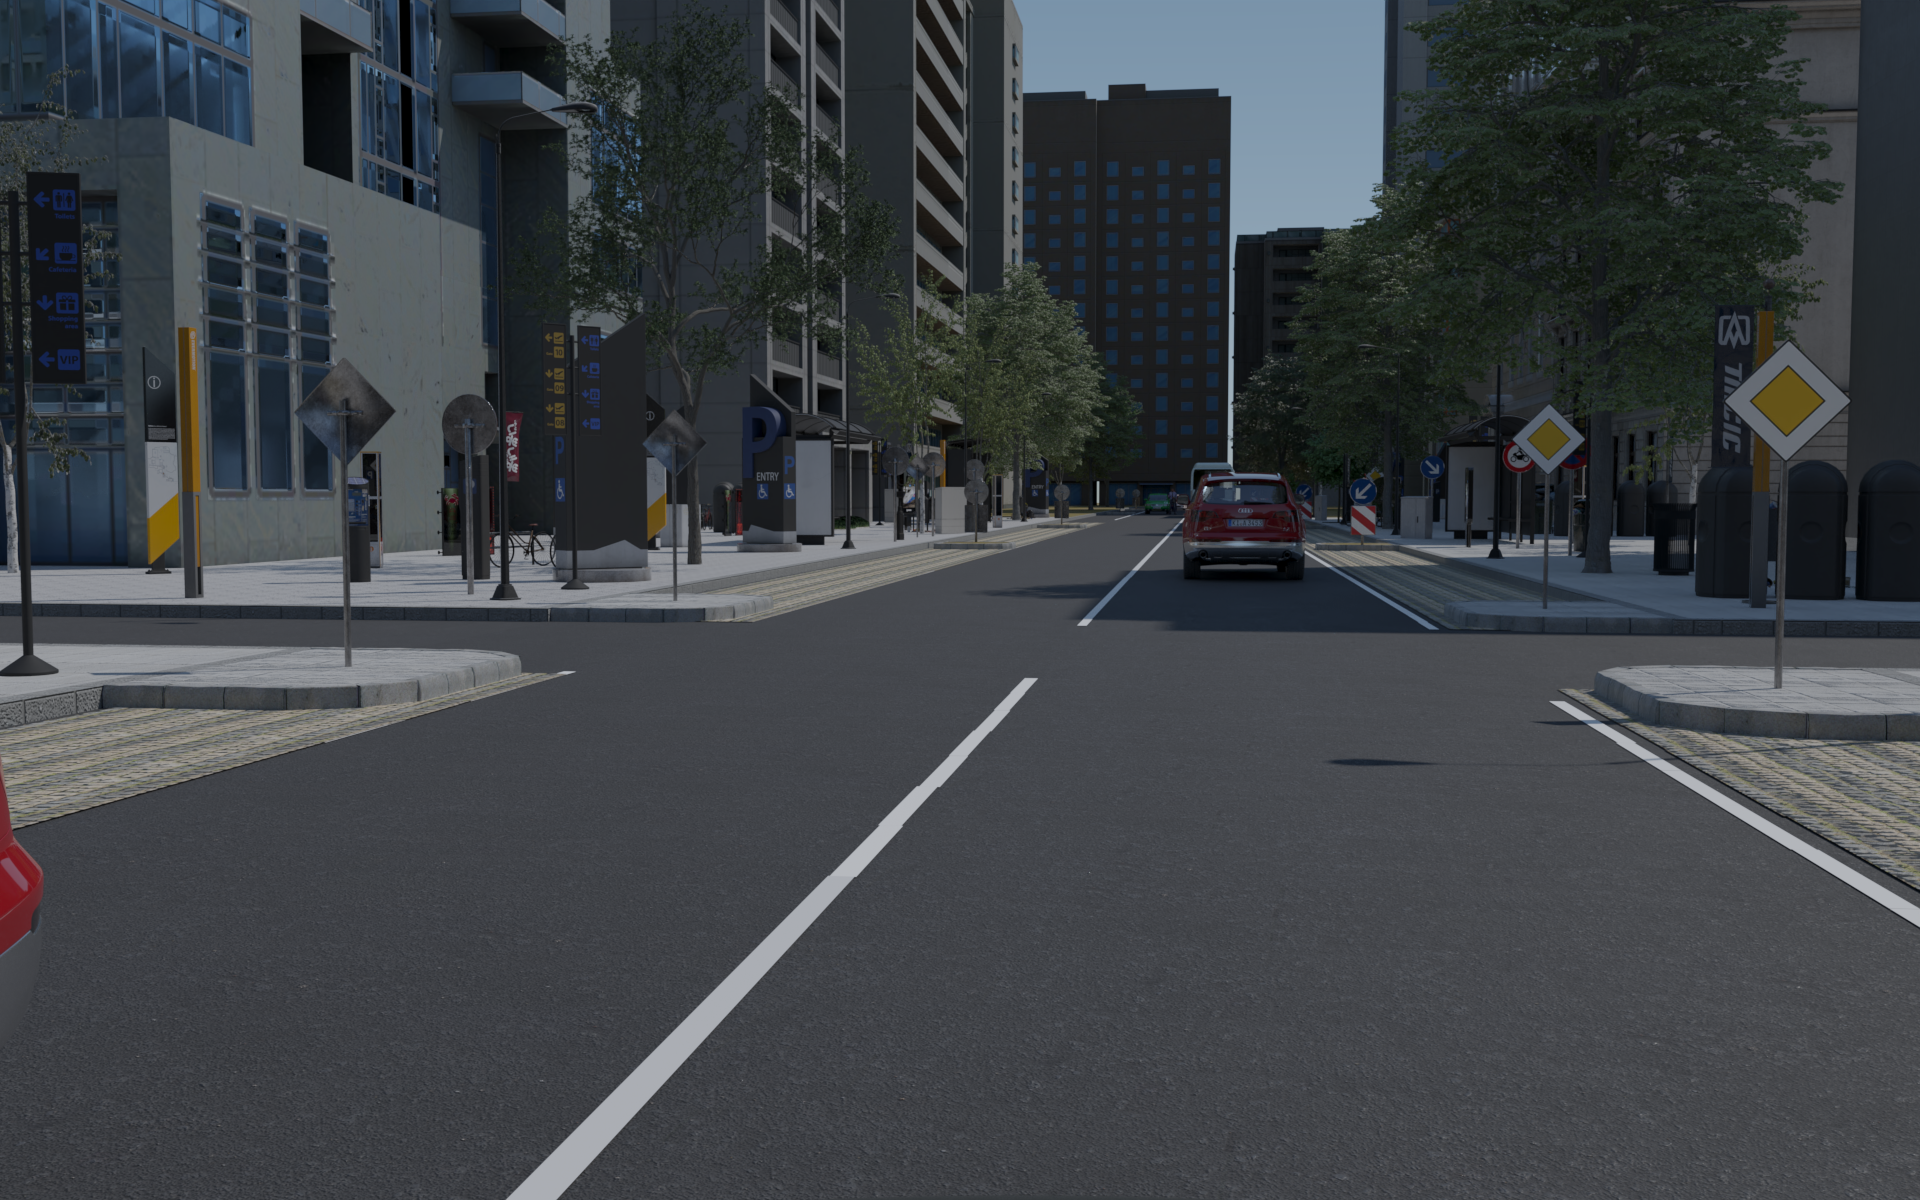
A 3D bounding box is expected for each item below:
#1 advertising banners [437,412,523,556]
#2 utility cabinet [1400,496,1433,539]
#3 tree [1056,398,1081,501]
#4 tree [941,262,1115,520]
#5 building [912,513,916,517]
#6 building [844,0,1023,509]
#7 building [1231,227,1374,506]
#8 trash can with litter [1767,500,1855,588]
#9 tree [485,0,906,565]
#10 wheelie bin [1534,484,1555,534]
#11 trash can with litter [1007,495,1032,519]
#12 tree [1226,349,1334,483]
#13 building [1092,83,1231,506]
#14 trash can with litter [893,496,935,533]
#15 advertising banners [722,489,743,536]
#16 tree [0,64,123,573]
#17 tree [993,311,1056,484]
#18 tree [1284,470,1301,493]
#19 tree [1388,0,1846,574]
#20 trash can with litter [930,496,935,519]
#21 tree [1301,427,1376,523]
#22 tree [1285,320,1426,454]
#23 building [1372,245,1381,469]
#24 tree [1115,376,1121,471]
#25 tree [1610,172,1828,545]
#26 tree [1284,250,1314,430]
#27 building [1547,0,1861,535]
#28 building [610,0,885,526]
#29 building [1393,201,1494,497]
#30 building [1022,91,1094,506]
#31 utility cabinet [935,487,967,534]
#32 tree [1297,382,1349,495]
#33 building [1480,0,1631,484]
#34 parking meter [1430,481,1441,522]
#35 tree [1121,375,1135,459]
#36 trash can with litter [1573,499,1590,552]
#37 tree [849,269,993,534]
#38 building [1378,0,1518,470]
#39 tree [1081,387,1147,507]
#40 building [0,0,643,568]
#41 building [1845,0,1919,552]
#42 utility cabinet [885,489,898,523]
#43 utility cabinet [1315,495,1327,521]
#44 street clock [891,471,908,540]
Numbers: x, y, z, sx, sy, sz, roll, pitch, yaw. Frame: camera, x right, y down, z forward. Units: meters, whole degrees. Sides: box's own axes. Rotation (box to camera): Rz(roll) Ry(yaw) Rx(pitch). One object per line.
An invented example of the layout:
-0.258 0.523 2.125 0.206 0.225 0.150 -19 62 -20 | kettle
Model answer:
-10.031 -2.455 36.329 0.090 3.025 2.074 3 5 42 | advertising banners
13.125 -2.364 49.820 0.306 1.237 1.020 -2 4 -29 | utility cabinet
6.210 -9.775 110.187 4.737 8.622 4.395 0 3 0 | tree
2.755 -10.180 84.572 7.486 12.596 7.792 0 3 0 | tree
-11.652 -29.650 108.487 21.300 48.544 21.600 0 4 8 | building
-6.011 -32.458 154.382 21.600 48.544 21.300 0 4 8 | building
37.106 -25.614 190.485 14.107 30.474 14.160 0 4 8 | building
11.558 -0.791 23.997 2.233 1.210 1.678 2 4 28 | trash can with litter
-4.713 -5.944 31.590 8.767 10.594 7.601 1 4 17 | tree
18.676 -2.904 55.389 0.980 1.594 0.693 1 4 23 | wheelie bin
2.888 -4.718 88.195 1.678 1.210 2.233 2 4 29 | trash can with litter
28.476 -15.081 153.231 9.857 13.997 8.962 0 3 0 | tree
22.627 -33.151 192.137 14.200 45.320 14.600 0 4 8 | building
-1.099 -2.864 57.885 1.678 1.210 2.233 -2 4 -35 | trash can with litter
-6.829 -3.495 53.338 0.090 3.025 2.074 1 4 19 | advertising banners
-15.383 -4.726 27.629 4.360 8.622 3.978 0 3 0 | tree
1.084 -7.240 68.741 4.737 8.622 4.395 0 3 0 | tree
26.484 -8.789 138.298 1.663 3.219 1.824 0 3 0 | tree
10.319 -6.736 28.257 7.486 12.596 7.792 0 3 0 | tree
-1.200 -4.614 86.821 1.055 1.170 0.624 -3 4 -39 | trash can with litter
16.752 -5.695 76.830 4.285 4.588 4.351 0 3 0 | tree
19.363 -9.185 84.594 7.601 10.594 8.767 1 4 16 | tree
50.990 -25.457 187.918 14.107 30.474 14.160 0 4 8 | building
4.951 -11.072 99.159 7.486 12.596 7.792 0 3 0 | tree
17.270 -5.424 39.042 4.737 8.622 4.395 0 3 0 | tree
15.530 -8.855 62.908 7.486 12.596 7.792 0 3 0 | tree
27.892 -12.081 62.152 10.561 19.102 19.286 0 4 8 | building
-14.027 -39.103 77.584 20.563 71.187 20.611 0 4 8 | building
44.356 -16.513 115.021 27.650 21.520 28.899 0 4 8 | building
8.455 -33.228 193.384 14.200 45.320 14.600 0 4 8 | building
-0.300 -2.874 55.672 0.318 1.500 1.173 3 5 43 | utility cabinet
22.248 -9.516 105.944 4.360 8.622 3.978 0 3 0 | tree
32.995 -18.060 81.189 13.634 28.700 20.117 0 4 8 | building
21.794 -4.507 79.401 0.399 1.863 0.255 -1 4 -22 | parking meter
10.346 -13.443 137.914 7.486 12.596 7.792 0 3 0 | tree
13.850 -1.665 38.614 0.624 1.170 1.055 1 4 14 | trash can with litter
-1.458 -6.460 55.976 4.737 8.622 4.395 0 3 0 | tree
45.643 -36.743 142.739 21.231 58.520 28.212 0 4 8 | building
14.115 -14.726 166.523 9.928 11.665 9.643 0 3 0 | tree
-22.326 -44.743 44.214 22.319 86.520 31.000 0 4 8 | building
30.723 -14.442 29.631 24.014 27.812 14.314 0 4 8 | building
-2.736 -4.147 76.476 1.173 1.500 0.318 2 4 25 | utility cabinet
17.498 -4.454 83.989 0.306 1.237 1.020 0 4 -7 | utility cabinet
-1.685 -2.673 48.278 0.358 2.002 0.471 3 5 42 | street clock
